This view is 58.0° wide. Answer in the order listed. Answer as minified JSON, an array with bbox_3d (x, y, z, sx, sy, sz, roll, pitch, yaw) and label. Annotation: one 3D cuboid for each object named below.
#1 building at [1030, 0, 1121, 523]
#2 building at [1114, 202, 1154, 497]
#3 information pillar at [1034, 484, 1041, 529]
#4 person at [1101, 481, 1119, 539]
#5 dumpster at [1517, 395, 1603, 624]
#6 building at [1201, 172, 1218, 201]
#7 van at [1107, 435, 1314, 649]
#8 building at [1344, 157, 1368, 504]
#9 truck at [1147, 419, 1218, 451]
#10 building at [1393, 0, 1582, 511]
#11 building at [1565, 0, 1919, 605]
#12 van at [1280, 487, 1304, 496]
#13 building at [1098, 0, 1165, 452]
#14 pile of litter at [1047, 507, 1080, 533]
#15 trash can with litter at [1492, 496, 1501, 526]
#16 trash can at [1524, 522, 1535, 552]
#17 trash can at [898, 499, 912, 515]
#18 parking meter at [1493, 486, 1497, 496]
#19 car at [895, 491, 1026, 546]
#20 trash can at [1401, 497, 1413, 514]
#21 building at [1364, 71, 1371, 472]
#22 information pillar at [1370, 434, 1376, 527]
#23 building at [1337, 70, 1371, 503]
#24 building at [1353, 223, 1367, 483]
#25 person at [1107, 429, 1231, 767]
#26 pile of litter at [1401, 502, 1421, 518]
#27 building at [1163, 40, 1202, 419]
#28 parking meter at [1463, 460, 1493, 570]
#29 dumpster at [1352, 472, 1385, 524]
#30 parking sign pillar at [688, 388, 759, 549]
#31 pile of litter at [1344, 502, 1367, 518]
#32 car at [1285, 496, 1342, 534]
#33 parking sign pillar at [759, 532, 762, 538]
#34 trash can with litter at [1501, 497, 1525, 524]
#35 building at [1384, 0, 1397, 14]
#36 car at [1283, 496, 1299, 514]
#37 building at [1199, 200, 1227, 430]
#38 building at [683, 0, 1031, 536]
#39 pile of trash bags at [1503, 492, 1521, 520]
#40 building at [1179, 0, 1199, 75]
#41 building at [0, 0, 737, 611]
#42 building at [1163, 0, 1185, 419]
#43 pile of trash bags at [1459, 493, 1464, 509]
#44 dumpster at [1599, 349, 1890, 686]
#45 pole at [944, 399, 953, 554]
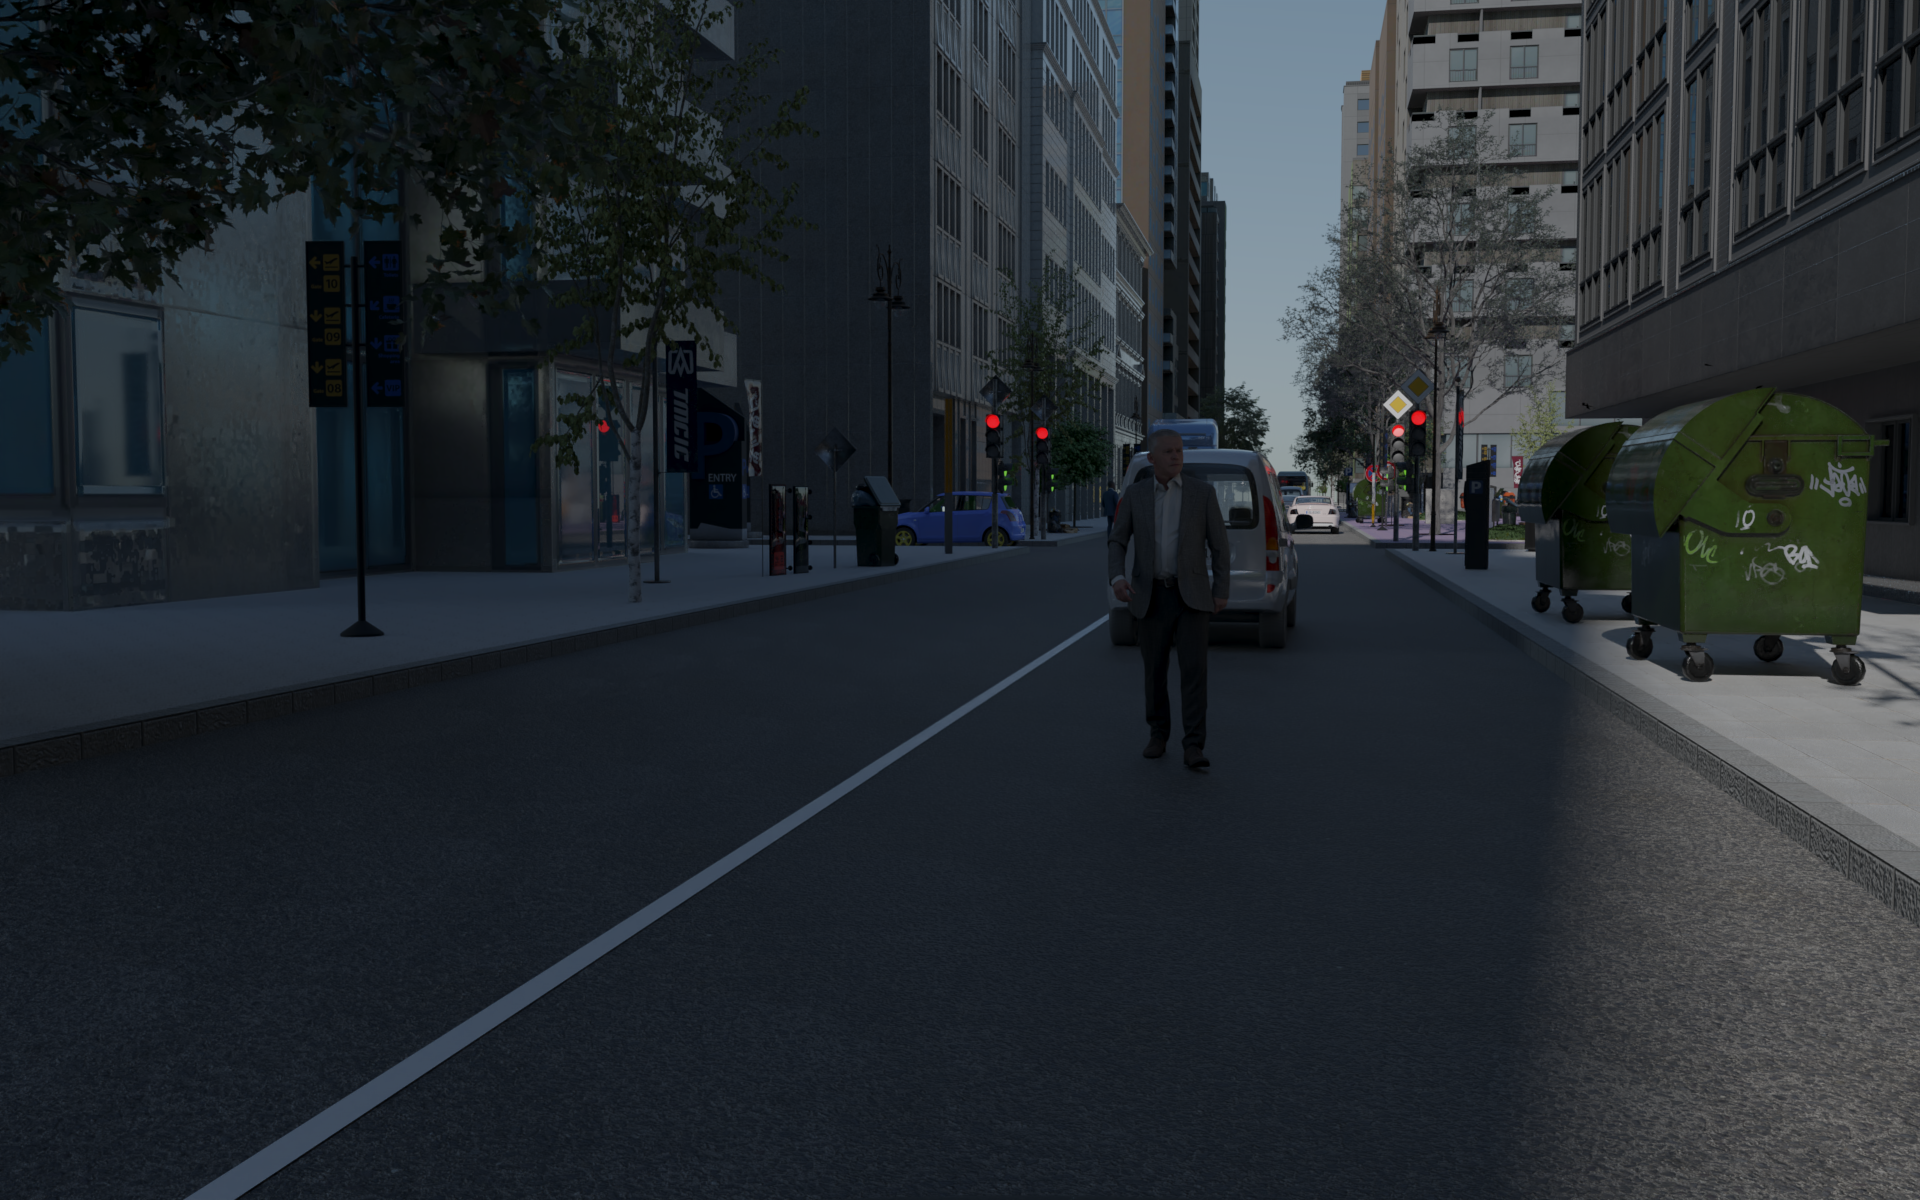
[{"bbox_3d":[0.943,-18.922,86.863,11.434,29.767,29.804,1,4,11],"label":"building"},{"bbox_3d":[5.819,-16.874,112.042,11.583,22.565,21.152,1,4,11],"label":"building"},{"bbox_3d":[2.722,-3.525,62.119,0.304,2.012,0.304,-1,4,-13],"label":"information pillar"},{"bbox_3d":[4.279,-2.432,48.444,0.721,1.800,0.419,3,5,41],"label":"person"},{"bbox_3d":[6.614,-0.934,17.765,1.502,2.255,1.985,1,4,11],"label":"dumpster"},{"bbox_3d":[27.995,-39.093,258.773,23.786,49.044,30.456,1,4,11],"label":"building"},{"bbox_3d":[2.542,-0.645,17.561,2.013,2.044,4.112,1,4,13],"label":"van"},{"bbox_3d":[54.693,-32.302,211.724,14.154,41.232,14.086,1,4,11],"label":"building"},{"bbox_3d":[8.992,-4.782,67.940,2.967,4.110,18.799,1,4,9],"label":"truck"},{"bbox_3d":[47.413,-33.163,131.451,28.713,52.752,27.495,1,4,11],"label":"building"},{"bbox_3d":[17.046,-13.977,22.030,14.314,27.812,24.014,1,4,11],"label":"building"},{"bbox_3d":[18.890,-5.619,98.886,2.013,2.044,4.112,1,4,12],"label":"van"},{"bbox_3d":[7.945,-29.405,130.888,14.600,45.320,14.200,1,4,11],"label":"building"},{"bbox_3d":[3.381,-2.646,57.226,1.176,0.858,1.719,1,4,18],"label":"pile of litter"},{"bbox_3d":[18.545,-2.950,59.297,1.678,1.210,2.233,2,4,30],"label":"trash can with litter"},{"bbox_3d":[12.872,-1.641,38.491,0.748,1.137,0.748,0,3,0],"label":"trash can"},{"bbox_3d":[-1.712,-2.272,48.798,0.748,1.137,0.748,0,3,0],"label":"trash can"},{"bbox_3d":[34.449,-6.492,111.861,0.399,1.863,0.255,3,4,36],"label":"parking meter"},{"bbox_3d":[-0.181,-2.120,44.260,3.694,1.707,1.945,1,4,12],"label":"car"},{"bbox_3d":[25.219,-5.268,97.791,0.748,1.137,0.748,0,3,0],"label":"trash can"},{"bbox_3d":[46.684,-31.644,167.488,14.600,45.320,14.200,1,4,11],"label":"building"},{"bbox_3d":[16.129,-4.656,67.472,0.183,3.616,0.504,1,4,18],"label":"information pillar"},{"bbox_3d":[64.657,-43.072,246.225,21.231,58.520,28.212,1,4,11],"label":"building"},{"bbox_3d":[48.873,-25.167,183.188,14.160,30.474,14.107,1,4,11],"label":"building"},{"bbox_3d":[1.120,-0.018,9.193,0.661,1.777,0.834,0,4,0],"label":"person"},{"bbox_3d":[24.115,-4.763,91.847,1.719,0.858,1.176,-2,4,-24],"label":"pile of litter"},{"bbox_3d":[13.770,-34.071,180.757,21.300,48.544,21.600,1,4,11],"label":"building"},{"bbox_3d":[8.791,-1.454,29.491,0.399,1.863,0.255,2,4,28],"label":"parking meter"},{"bbox_3d":[17.987,-4.489,75.893,1.502,2.255,1.985,1,4,11],"label":"dumpster"},{"bbox_3d":[-5.758,-3.225,41.198,1.447,3.967,1.447,1,4,9],"label":"parking sign pillar"},{"bbox_3d":[21.246,-4.833,92.981,1.176,0.858,1.719,0,4,7],"label":"pile of litter"},{"bbox_3d":[12.917,-3.120,63.370,2.083,1.381,4.827,1,4,11],"label":"car"},{"bbox_3d":[-6.478,-3.795,50.515,1.447,3.967,1.447,-1,4,-21],"label":"parking sign pillar"},{"bbox_3d":[19.818,-3.075,61.664,1.055,1.170,0.624,2,4,34],"label":"trash can with litter"},{"bbox_3d":[44.309,-30.789,153.510,14.600,45.320,14.200,1,4,11],"label":"building"},{"bbox_3d":[14.724,-3.998,77.736,2.083,1.381,4.827,1,4,12],"label":"car"},{"bbox_3d":[28.784,-33.786,235.993,14.154,41.232,14.086,1,4,11],"label":"building"},{"bbox_3d":[-4.894,-14.975,62.860,12.078,24.808,19.932,1,4,11],"label":"building"},{"bbox_3d":[28.638,-4.682,86.297,3.447,1.369,1.912,-1,4,-14],"label":"pile of trash bags"},{"bbox_3d":[21.693,-47.741,218.816,20.563,71.187,20.611,1,4,11],"label":"building"},{"bbox_3d":[-20.294,-25.073,29.552,30.456,49.044,23.786,1,4,11],"label":"building"},{"bbox_3d":[9.172,-51.358,152.373,22.319,86.520,31.000,1,4,11],"label":"building"},{"bbox_3d":[30.223,-5.447,98.816,3.447,1.369,1.912,0,4,0],"label":"pile of trash bags"},{"bbox_3d":[5.582,-0.608,12.427,1.502,2.255,1.985,1,4,11],"label":"dumpster"},{"bbox_3d":[-0.247,-2.649,37.150,0.158,3.312,0.155,0,3,0],"label":"pole"}]
